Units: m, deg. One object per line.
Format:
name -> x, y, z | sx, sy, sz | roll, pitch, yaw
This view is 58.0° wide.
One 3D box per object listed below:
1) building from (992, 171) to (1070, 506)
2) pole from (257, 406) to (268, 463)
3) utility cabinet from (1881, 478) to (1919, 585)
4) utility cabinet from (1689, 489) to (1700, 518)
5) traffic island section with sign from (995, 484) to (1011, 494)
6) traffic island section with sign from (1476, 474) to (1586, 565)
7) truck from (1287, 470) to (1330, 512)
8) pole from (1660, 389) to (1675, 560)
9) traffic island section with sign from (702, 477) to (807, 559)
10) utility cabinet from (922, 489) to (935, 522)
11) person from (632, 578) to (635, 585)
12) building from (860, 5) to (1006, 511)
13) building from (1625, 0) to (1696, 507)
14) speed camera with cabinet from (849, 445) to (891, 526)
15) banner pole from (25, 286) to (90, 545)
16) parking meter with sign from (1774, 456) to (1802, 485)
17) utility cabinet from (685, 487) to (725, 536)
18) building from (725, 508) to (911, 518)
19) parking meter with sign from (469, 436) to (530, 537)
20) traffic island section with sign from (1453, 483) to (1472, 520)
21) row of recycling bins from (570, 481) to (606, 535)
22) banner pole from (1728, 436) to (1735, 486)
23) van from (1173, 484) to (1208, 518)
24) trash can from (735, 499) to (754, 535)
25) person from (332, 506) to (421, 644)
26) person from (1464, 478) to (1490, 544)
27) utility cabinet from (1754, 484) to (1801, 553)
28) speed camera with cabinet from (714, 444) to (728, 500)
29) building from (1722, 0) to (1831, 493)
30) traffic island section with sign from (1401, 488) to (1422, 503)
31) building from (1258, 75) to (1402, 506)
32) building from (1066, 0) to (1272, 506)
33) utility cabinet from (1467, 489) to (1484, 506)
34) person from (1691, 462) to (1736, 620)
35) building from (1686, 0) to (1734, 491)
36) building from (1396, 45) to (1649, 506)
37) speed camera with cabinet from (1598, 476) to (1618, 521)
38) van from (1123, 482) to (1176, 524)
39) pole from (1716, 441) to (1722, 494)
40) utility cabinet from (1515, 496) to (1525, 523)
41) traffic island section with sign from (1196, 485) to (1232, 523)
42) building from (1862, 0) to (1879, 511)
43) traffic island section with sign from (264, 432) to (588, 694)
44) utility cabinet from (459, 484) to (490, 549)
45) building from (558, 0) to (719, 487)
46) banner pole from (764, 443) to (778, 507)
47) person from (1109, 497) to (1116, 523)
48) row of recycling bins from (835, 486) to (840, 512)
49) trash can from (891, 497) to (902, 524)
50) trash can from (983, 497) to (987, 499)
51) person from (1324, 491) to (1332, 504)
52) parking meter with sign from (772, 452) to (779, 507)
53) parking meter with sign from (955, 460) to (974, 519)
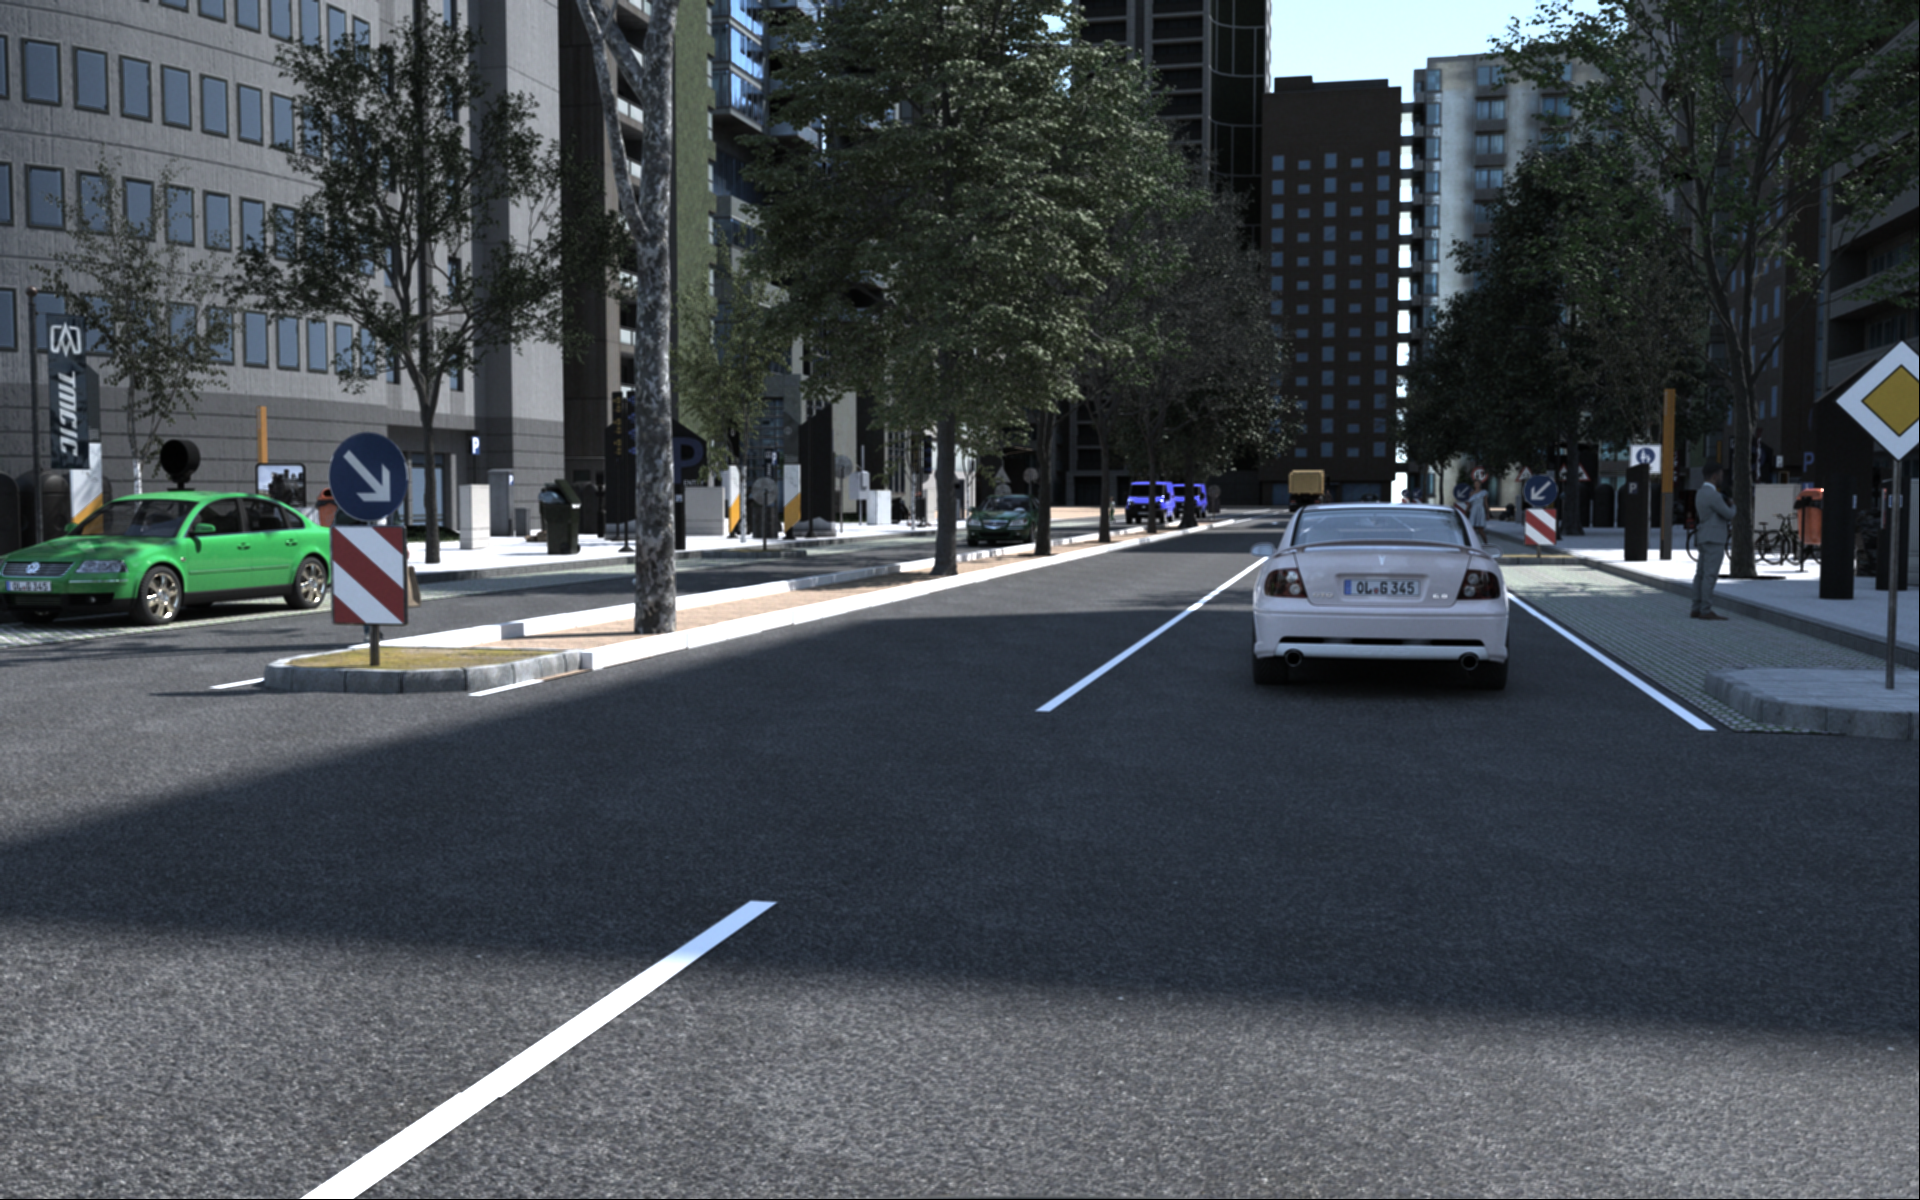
building -> 2.091, -35.251, 200.050 | 21.600, 48.544, 21.300 | 1, 4, 13
pole -> -16.243, -2.846, 40.371 | 0.158, 3.312, 0.155 | 0, 3, 0
utility cabinet -> 13.478, -0.946, 24.139 | 0.318, 1.500, 1.173 | -2, 4, -31
utility cabinet -> 33.606, -4.261, 78.343 | 1.173, 1.500, 0.318 | 2, 4, 26
traffic island section with sign -> 1.582, -3.494, 65.751 | 1.989, 1.847, 2.006 | 1, 4, 13
traffic island section with sign -> 11.752, -1.653, 35.650 | 1.989, 1.847, 2.006 | 1, 4, 13
truck -> 28.022, -8.799, 139.779 | 3.469, 3.379, 9.791 | 1, 4, 13
pole -> 13.748, -2.435, 33.649 | 0.158, 3.312, 0.155 | 0, 3, 0
traffic island section with sign -> -4.556, -1.865, 39.117 | 1.989, 1.847, 2.006 | 1, 4, 13
utility cabinet -> -1.460, -4.256, 78.271 | 0.318, 1.500, 1.173 | 1, 4, 16
person -> -4.557, -1.002, 25.554 | 0.598, 1.740, 0.731 | -2, 4, -31
building -> -11.602, -33.781, 141.562 | 27.495, 52.752, 28.713 | 1, 4, 13
building -> 63.719, -32.715, 124.132 | 28.713, 52.752, 27.495 | 1, 4, 13
speed camera with cabinet -> -3.667, -4.677, 70.811 | 0.660, 3.252, 2.038 | 3, 4, 37
banner pole -> -11.043, -1.905, 21.158 | 0.401, 3.779, 0.863 | 3, 4, 38
parking meter with sign -> 37.407, -4.978, 77.655 | 0.543, 3.016, 1.738 | -2, 4, -30
utility cabinet -> -7.757, -2.691, 52.679 | 1.173, 1.500, 0.318 | 0, 4, 4
building -> -15.923, -48.654, 108.166 | 22.319, 86.520, 31.000 | 1, 4, 13
parking meter with sign -> -13.882, -3.431, 52.362 | 1.738, 3.016, 0.543 | 1, 4, 9
traffic island section with sign -> 17.813, -3.259, 61.918 | 1.989, 1.847, 2.006 | 1, 4, 13
row of recycling bins -> -12.145, -3.017, 56.442 | 1.069, 1.692, 3.534 | -2, 4, -24
banner pole -> 29.433, -4.610, 65.383 | 0.863, 3.779, 0.401 | 1, 4, 12
van -> 13.641, -6.074, 103.689 | 2.240, 2.365, 5.245 | 1, 4, 13
trash can -> -6.829, -2.627, 54.611 | 0.748, 1.137, 0.748 | 0, 3, 0
person -> -5.453, -0.476, 16.264 | 0.794, 1.824, 0.713 | -2, 4, -35
person -> 12.423, -2.021, 41.634 | 0.778, 1.811, 0.616 | -3, 5, -44
utility cabinet -> 17.874, -1.780, 37.789 | 0.318, 1.500, 1.173 | -1, 4, -16
speed camera with cabinet -> -9.745, -4.566, 68.983 | 0.660, 3.252, 2.038 | -3, 4, -37
building -> 49.209, -26.934, 90.487 | 14.600, 45.320, 14.200 | 1, 4, 13
traffic island section with sign -> 29.112, -6.252, 110.847 | 1.989, 1.847, 2.006 | 1, 4, 13
building -> 40.205, -32.911, 188.197 | 14.200, 45.320, 14.600 | 1, 4, 13
building -> 23.857, -46.221, 193.963 | 20.611, 71.187, 20.563 | 1, 4, 13
utility cabinet -> 24.350, -4.470, 81.761 | 0.318, 1.500, 1.173 | 3, 5, 44
person -> 8.620, -0.677, 19.742 | 0.466, 1.800, 0.511 | -1, 4, -9
building -> 51.702, -25.745, 104.525 | 14.154, 41.232, 14.086 | 1, 4, 13
building -> 62.865, -34.702, 186.986 | 30.456, 49.044, 23.786 | 1, 4, 13
speed camera with cabinet -> 30.945, -5.414, 82.860 | 2.038, 3.252, 0.660 | 0, 4, 3
van -> 9.277, -4.887, 84.291 | 2.240, 2.365, 5.245 | 1, 4, 13
pole -> 29.028, -4.431, 66.289 | 0.158, 3.312, 0.155 | 0, 3, 0
utility cabinet -> 24.807, -3.944, 75.640 | 1.020, 1.237, 0.306 | 1, 4, 13
traffic island section with sign -> 12.648, -4.803, 86.667 | 2.006, 1.907, 1.989 | 1, 4, 13
building -> 46.697, -26.933, 64.058 | 21.300, 48.544, 21.600 | 1, 4, 13
traffic island section with sign -> -4.237, -0.325, 13.443 | 2.006, 1.907, 1.989 | 1, 4, 13
utility cabinet -> -11.285, -1.931, 40.246 | 0.318, 1.500, 1.173 | 0, 4, 5
building -> -20.388, -24.247, 80.034 | 14.154, 41.232, 14.086 | 1, 4, 13
banner pole -> -9.123, -5.756, 84.133 | 0.863, 3.779, 0.401 | -2, 4, -27
person -> 7.513, -4.442, 85.373 | 0.306, 1.304, 0.590 | 3, 5, 41
row of recycling bins -> -6.274, -4.728, 84.422 | 1.069, 1.692, 3.534 | 0, 4, -2
trash can -> -2.882, -3.875, 75.011 | 0.748, 1.137, 0.748 | 0, 3, 0
trash can -> 1.478, -4.344, 82.676 | 0.748, 1.137, 0.748 | 0, 3, 0
person -> 34.023, -9.250, 160.287 | 0.990, 1.755, 0.434 | 3, 4, 38
parking meter with sign -> -6.861, -4.607, 71.581 | 1.738, 3.016, 0.543 | -2, 4, -30
parking meter with sign -> -0.162, -5.693, 89.349 | 1.738, 3.016, 0.543 | -1, 4, -20
